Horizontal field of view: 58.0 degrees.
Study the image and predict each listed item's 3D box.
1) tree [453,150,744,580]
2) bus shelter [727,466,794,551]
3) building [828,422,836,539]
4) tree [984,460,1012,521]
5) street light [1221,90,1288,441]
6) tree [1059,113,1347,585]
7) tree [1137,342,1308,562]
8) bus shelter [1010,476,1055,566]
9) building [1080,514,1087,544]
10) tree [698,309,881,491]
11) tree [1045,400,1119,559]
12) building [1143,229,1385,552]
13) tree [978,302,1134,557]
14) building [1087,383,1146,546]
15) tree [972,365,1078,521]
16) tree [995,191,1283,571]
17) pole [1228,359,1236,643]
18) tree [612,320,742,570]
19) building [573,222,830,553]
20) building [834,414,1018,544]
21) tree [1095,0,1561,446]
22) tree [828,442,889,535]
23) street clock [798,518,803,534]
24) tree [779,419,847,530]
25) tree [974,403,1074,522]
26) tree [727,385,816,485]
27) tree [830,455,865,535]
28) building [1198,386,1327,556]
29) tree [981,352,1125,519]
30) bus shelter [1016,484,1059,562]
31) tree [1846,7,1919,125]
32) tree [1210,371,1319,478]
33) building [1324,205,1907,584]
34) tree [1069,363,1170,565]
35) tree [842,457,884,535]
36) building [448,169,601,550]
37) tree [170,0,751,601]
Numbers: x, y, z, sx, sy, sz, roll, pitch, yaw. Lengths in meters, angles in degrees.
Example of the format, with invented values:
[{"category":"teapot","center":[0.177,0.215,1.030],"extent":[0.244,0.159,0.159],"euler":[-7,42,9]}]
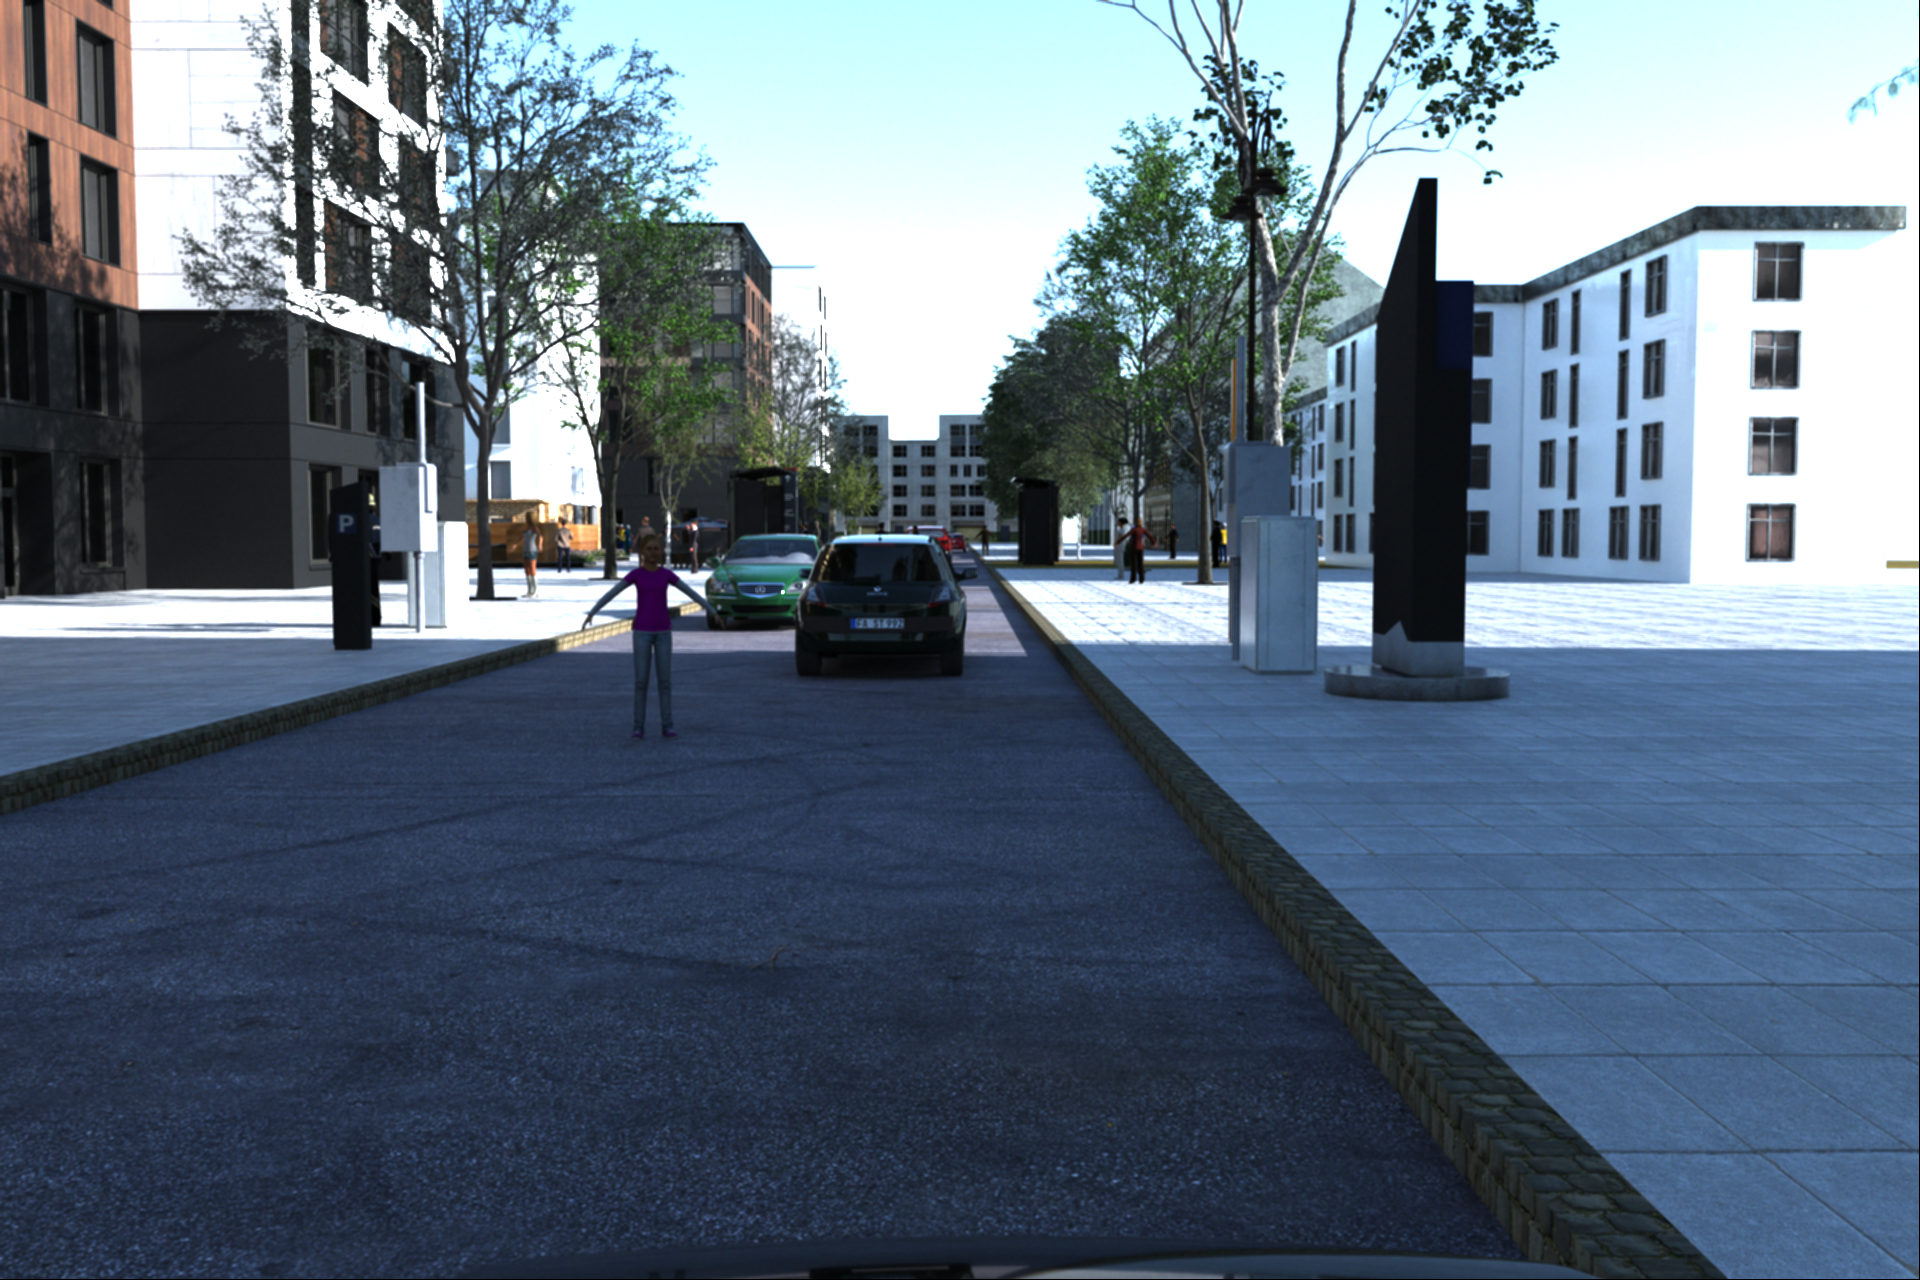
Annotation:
[{"category":"tree","center":[-9.880,-7.487,48.164],"extent":[9.928,11.665,9.643],"euler":[0,3,0]},{"category":"bus shelter","center":[-7.201,-4.392,63.092],"extent":[1.731,3.624,6.357],"euler":[0,4,0]},{"category":"building","center":[-27.071,-24.712,234.964],"extent":[19.493,23.208,18.063],"euler":[0,4,1]},{"category":"tree","center":[5.794,-15.382,169.628],"extent":[7.486,12.596,7.792],"euler":[0,3,0]},{"category":"street light","center":[3.141,-2.807,18.678],"extent":[0.468,5.910,1.993],"euler":[0,4,0]},{"category":"tree","center":[6.062,-7.205,43.559],"extent":[9.928,11.665,9.643],"euler":[0,3,0]},{"category":"tree","center":[11.758,-8.863,79.320],"extent":[8.767,10.594,7.601],"euler":[1,4,14]},{"category":"bus shelter","center":[3.069,-5.021,73.381],"extent":[1.731,3.624,6.357],"euler":[0,3,0]},{"category":"building","center":[26.095,-24.629,233.607],"extent":[19.493,23.208,18.063],"euler":[0,4,0]},{"category":"tree","center":[-9.526,-11.334,95.685],"extent":[12.009,13.543,11.850],"euler":[0,3,0]},{"category":"tree","center":[6.025,-8.444,88.415],"extent":[4.360,8.622,3.978],"euler":[0,3,0]},{"category":"building","center":[24.586,-18.555,134.299],"extent":[19.493,23.208,18.063],"euler":[0,4,0]},{"category":"tree","center":[5.487,-11.626,96.744],"extent":[9.857,13.997,8.962],"euler":[0,3,0]},{"category":"building","center":[24.943,-20.858,207.480],"extent":[16.747,18.905,31.486],"euler":[0,4,0]},{"category":"tree","center":[5.791,-13.370,125.255],"extent":[9.857,13.997,8.962],"euler":[0,3,0]},{"category":"tree","center":[6.249,-9.170,60.294],"extent":[12.009,13.543,11.850],"euler":[0,3,0]},{"category":"pole","center":[3.249,-1.618,20.292],"extent":[0.158,3.312,0.155],"euler":[0,3,0]},{"category":"tree","center":[-9.690,-6.455,55.909],"extent":[4.360,8.622,3.978],"euler":[0,3,0]},{"category":"building","center":[-24.808,-17.493,129.987],"extent":[27.936,21.610,32.646],"euler":[0,4,0]},{"category":"building","center":[-2.172,-24.035,261.882],"extent":[31.486,18.905,16.747],"euler":[0,4,7]},{"category":"tree","center":[6.134,-10.620,29.534],"extent":[12.611,20.169,13.585],"euler":[0,3,0]},{"category":"tree","center":[-10.303,-14.159,165.919],"extent":[7.601,10.594,8.767],"euler":[0,4,-4]},{"category":"street clock","center":[-7.185,-4.436,77.103],"extent":[0.358,2.002,0.471],"euler":[0,4,0]},{"category":"tree","center":[-9.416,-9.652,108.169],"extent":[4.737,8.622,4.395],"euler":[0,3,0]},{"category":"tree","center":[5.844,-14.541,144.405],"extent":[9.857,13.997,8.962],"euler":[0,3,0]},{"category":"tree","center":[-9.523,-8.245,85.169],"extent":[4.737,8.622,4.395],"euler":[0,3,0]},{"category":"tree","center":[-10.091,-12.298,151.429],"extent":[4.737,8.622,4.395],"euler":[0,3,0]},{"category":"building","center":[21.626,-10.356,111.463],"extent":[9.099,9.664,28.070],"euler":[0,4,0]},{"category":"tree","center":[5.953,-12.295,107.671],"extent":[9.857,13.997,8.962],"euler":[0,3,0]},{"category":"bus shelter","center":[3.679,-5.560,82.189],"extent":[1.731,3.624,6.357],"euler":[0,4,-1]},{"category":"tree","center":[5.662,-3.587,9.017],"extent":[4.360,8.622,3.978],"euler":[0,3,0]},{"category":"tree","center":[11.857,-7.369,70.848],"extent":[4.360,8.622,3.978],"euler":[0,3,0]},{"category":"building","center":[19.655,-7.114,58.465],"extent":[9.099,9.664,28.070],"euler":[0,4,0]},{"category":"tree","center":[6.212,-7.410,71.524],"extent":[4.360,8.622,3.978],"euler":[0,3,0]},{"category":"tree","center":[-9.120,-12.724,158.402],"extent":[4.737,8.622,4.395],"euler":[0,3,0]},{"category":"building","center":[-26.560,-14.355,91.128],"extent":[16.016,20.090,11.380],"euler":[0,3,0]},{"category":"tree","center":[-9.284,-7.527,33.432],"extent":[12.009,13.543,11.850],"euler":[0,3,0]}]
